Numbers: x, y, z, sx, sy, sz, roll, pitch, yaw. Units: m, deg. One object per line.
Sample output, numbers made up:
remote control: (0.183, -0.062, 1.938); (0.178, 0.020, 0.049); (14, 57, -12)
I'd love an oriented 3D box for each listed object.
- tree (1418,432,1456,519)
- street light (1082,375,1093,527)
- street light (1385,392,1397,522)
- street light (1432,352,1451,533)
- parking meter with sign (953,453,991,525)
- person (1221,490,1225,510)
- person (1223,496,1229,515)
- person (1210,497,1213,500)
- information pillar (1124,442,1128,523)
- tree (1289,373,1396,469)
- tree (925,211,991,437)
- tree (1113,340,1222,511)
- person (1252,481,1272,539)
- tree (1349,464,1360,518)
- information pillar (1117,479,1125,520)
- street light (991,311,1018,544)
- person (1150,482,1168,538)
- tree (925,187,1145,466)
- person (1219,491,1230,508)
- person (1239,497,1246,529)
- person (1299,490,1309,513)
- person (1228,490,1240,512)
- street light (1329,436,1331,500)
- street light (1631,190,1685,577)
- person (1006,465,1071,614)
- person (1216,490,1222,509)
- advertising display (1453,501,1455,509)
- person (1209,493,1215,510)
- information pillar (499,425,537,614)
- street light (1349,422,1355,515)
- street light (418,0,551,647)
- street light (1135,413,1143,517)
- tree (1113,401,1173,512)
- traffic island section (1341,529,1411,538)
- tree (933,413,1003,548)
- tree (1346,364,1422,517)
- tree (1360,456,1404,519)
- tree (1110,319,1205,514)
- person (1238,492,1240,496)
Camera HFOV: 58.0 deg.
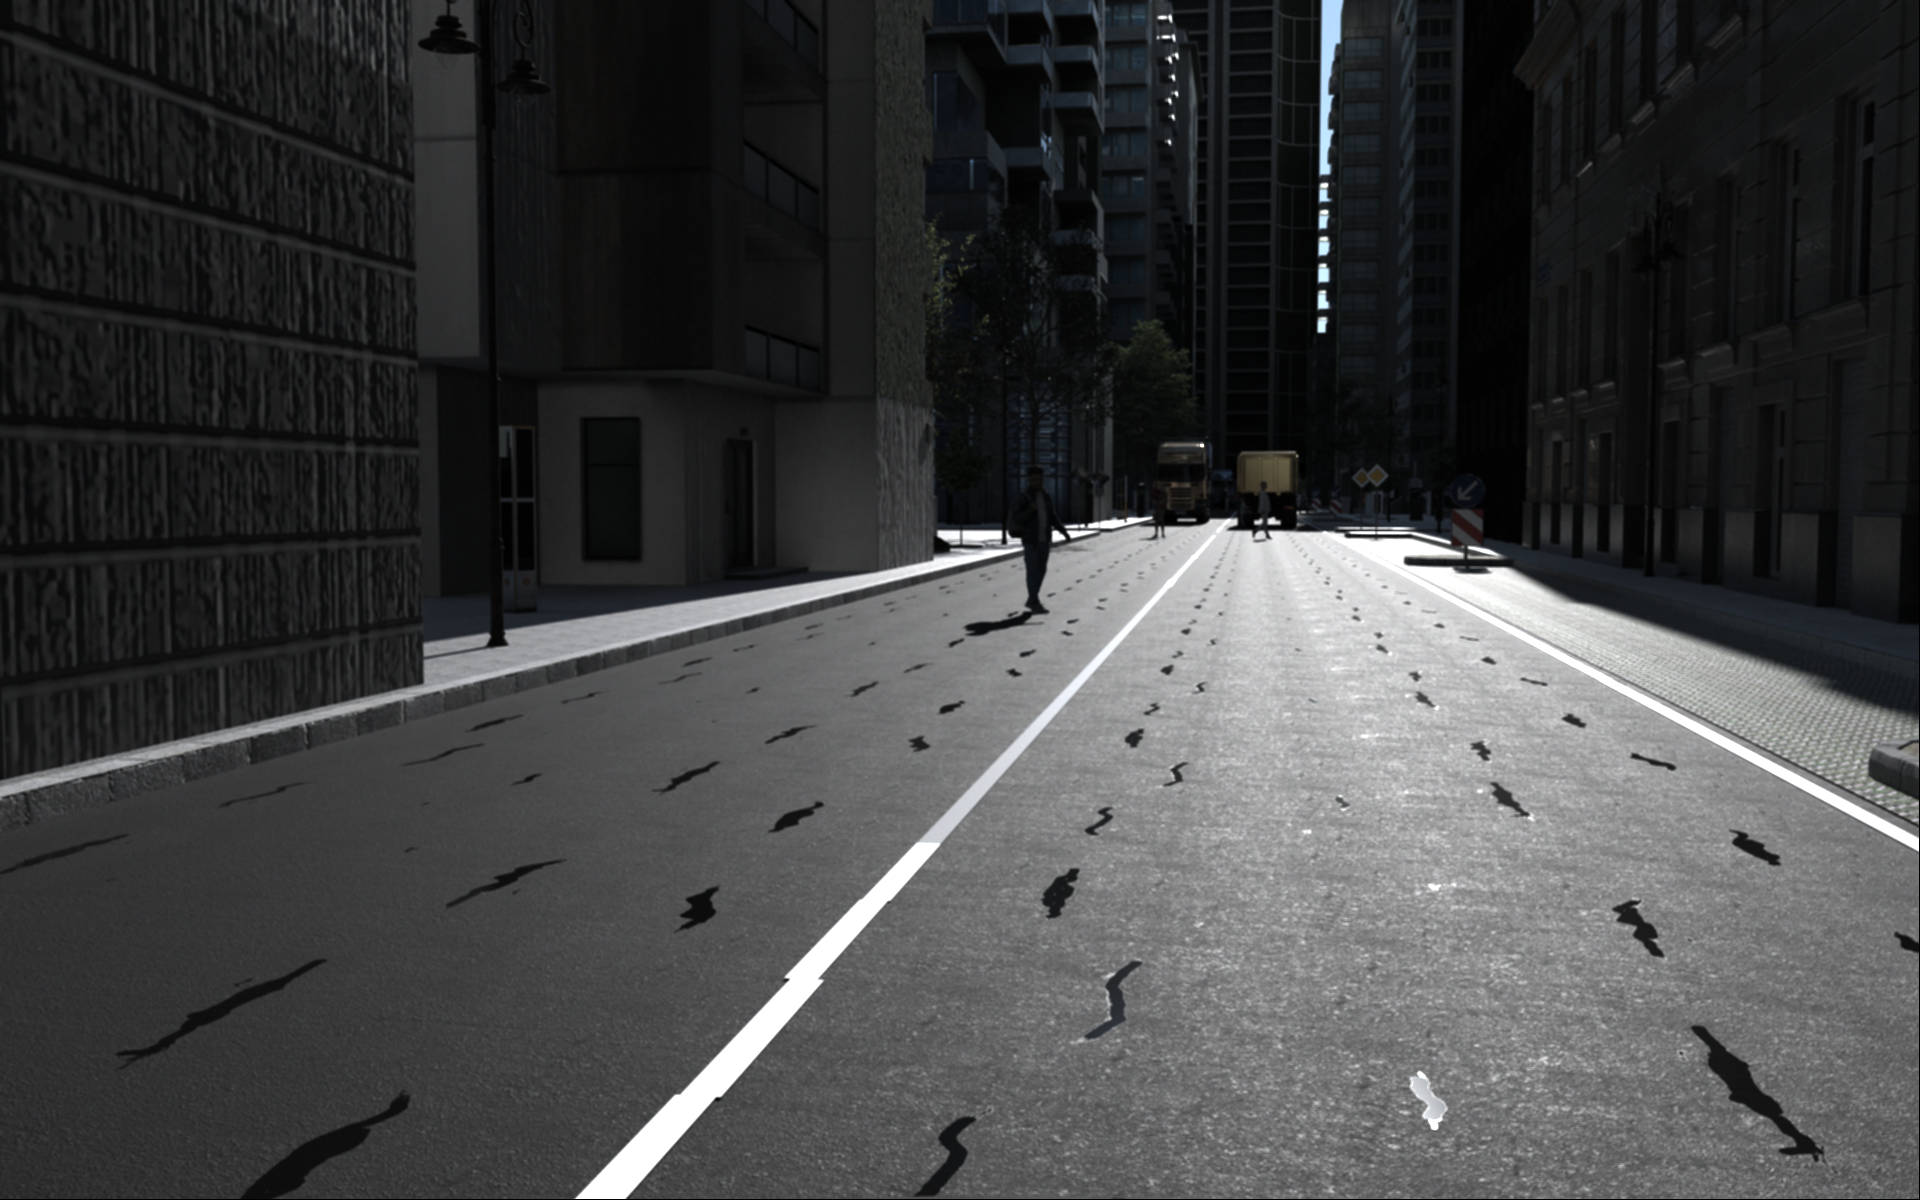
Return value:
tree: (25.762, -6.553, 90.848); (4.285, 4.588, 4.351); (0, 3, 0)
street light: (4.901, -5.761, 66.974); (0.468, 5.910, 1.993); (1, 4, 10)
street light: (19.577, -6.490, 78.902); (0.468, 5.910, 1.993); (1, 4, 10)
street light: (15.662, -5.118, 56.464); (0.468, 5.910, 1.993); (1, 4, 10)
parking meter with sign: (0.493, -4.661, 72.461); (1.738, 3.016, 0.543); (-3, 5, -43)
person: (24.345, -9.280, 160.366); (0.705, 1.807, 1.348); (0, 4, 1)
person: (18.407, -6.540, 119.705); (0.394, 1.301, 0.425); (0, 4, 6)
person: (21.265, -8.499, 148.240); (0.721, 1.735, 1.217); (3, 5, 44)
information pillar: (7.487, -5.307, 78.125); (0.183, 3.616, 0.504); (0, 4, 3)
tree: (29.469, -12.093, 132.131); (8.767, 10.594, 7.601); (0, 4, 6)
tree: (-1.234, -5.846, 45.951); (4.360, 8.622, 3.978); (0, 3, 0)
tree: (15.082, -13.719, 134.672); (12.009, 13.543, 11.850); (0, 3, 0)
person: (9.579, -2.848, 54.940); (0.818, 1.842, 0.514); (-1, 4, -17)
tree: (22.244, -6.118, 94.636); (1.663, 3.219, 1.824); (0, 3, 0)
information pillar: (8.089, -5.044, 86.968); (0.304, 2.012, 0.304); (3, 5, 41)
street light: (1.128, -4.353, 43.963); (0.468, 5.910, 1.993); (1, 4, 10)
person: (6.534, -2.976, 57.128); (0.580, 1.828, 0.573); (-1, 4, -12)
tree: (2.066, -7.277, 53.393); (7.601, 10.594, 8.767); (0, 4, -6)
person: (24.817, -9.364, 162.322); (1.217, 1.743, 0.721); (3, 4, 37)
person: (11.713, -3.616, 71.899); (0.394, 1.301, 0.425); (-1, 4, -17)
person: (26.123, -7.495, 131.448); (0.834, 1.777, 0.661); (2, 4, 27)
person: (22.634, -8.136, 142.237); (1.217, 1.743, 0.721); (0, 4, 4)
street light: (29.584, -10.132, 138.439); (0.468, 5.910, 1.993); (1, 4, 10)
street light: (10.709, -3.299, 26.729); (0.468, 5.910, 1.993); (1, 4, 10)
person: (0.908, -0.732, 20.822); (0.721, 1.781, 0.623); (3, 5, 39)
person: (25.268, -9.727, 167.544); (0.705, 1.823, 1.348); (-3, 5, -42)
advertising display: (22.257, -4.352, 76.368); (0.974, 1.923, 0.123); (2, 4, 33)
person: (22.811, -9.131, 157.802); (1.348, 1.822, 0.705); (-3, 5, -40)
information pillar: (-4.797, -0.871, 18.728); (0.304, 2.012, 0.304); (2, 4, 35)
street light: (24.570, -8.298, 108.456); (0.468, 5.910, 1.993); (1, 4, 10)
street light: (-3.912, -2.550, 14.475); (0.468, 5.910, 1.993); (1, 4, 10)
street light: (9.947, -7.564, 96.461); (0.468, 5.910, 1.993); (1, 4, 10)
tree: (12.932, -10.473, 121.598); (4.360, 8.622, 3.978); (0, 3, 0)
traffic island section: (13.782, -2.140, 57.262); (2.009, 0.180, 2.903); (1, 4, 10)
tree: (-0.068, -2.881, 41.701); (1.663, 3.219, 1.824); (0, 3, 0)
tree: (24.022, -9.071, 98.681); (4.360, 8.622, 3.978); (0, 3, 0)
tree: (21.626, -5.723, 88.176); (1.663, 3.219, 1.824); (0, 3, 0)
tree: (11.971, -11.873, 112.244); (7.486, 12.596, 7.792); (0, 3, 0)
person: (24.088, -8.531, 148.702); (0.721, 1.735, 1.217); (1, 4, 9)
